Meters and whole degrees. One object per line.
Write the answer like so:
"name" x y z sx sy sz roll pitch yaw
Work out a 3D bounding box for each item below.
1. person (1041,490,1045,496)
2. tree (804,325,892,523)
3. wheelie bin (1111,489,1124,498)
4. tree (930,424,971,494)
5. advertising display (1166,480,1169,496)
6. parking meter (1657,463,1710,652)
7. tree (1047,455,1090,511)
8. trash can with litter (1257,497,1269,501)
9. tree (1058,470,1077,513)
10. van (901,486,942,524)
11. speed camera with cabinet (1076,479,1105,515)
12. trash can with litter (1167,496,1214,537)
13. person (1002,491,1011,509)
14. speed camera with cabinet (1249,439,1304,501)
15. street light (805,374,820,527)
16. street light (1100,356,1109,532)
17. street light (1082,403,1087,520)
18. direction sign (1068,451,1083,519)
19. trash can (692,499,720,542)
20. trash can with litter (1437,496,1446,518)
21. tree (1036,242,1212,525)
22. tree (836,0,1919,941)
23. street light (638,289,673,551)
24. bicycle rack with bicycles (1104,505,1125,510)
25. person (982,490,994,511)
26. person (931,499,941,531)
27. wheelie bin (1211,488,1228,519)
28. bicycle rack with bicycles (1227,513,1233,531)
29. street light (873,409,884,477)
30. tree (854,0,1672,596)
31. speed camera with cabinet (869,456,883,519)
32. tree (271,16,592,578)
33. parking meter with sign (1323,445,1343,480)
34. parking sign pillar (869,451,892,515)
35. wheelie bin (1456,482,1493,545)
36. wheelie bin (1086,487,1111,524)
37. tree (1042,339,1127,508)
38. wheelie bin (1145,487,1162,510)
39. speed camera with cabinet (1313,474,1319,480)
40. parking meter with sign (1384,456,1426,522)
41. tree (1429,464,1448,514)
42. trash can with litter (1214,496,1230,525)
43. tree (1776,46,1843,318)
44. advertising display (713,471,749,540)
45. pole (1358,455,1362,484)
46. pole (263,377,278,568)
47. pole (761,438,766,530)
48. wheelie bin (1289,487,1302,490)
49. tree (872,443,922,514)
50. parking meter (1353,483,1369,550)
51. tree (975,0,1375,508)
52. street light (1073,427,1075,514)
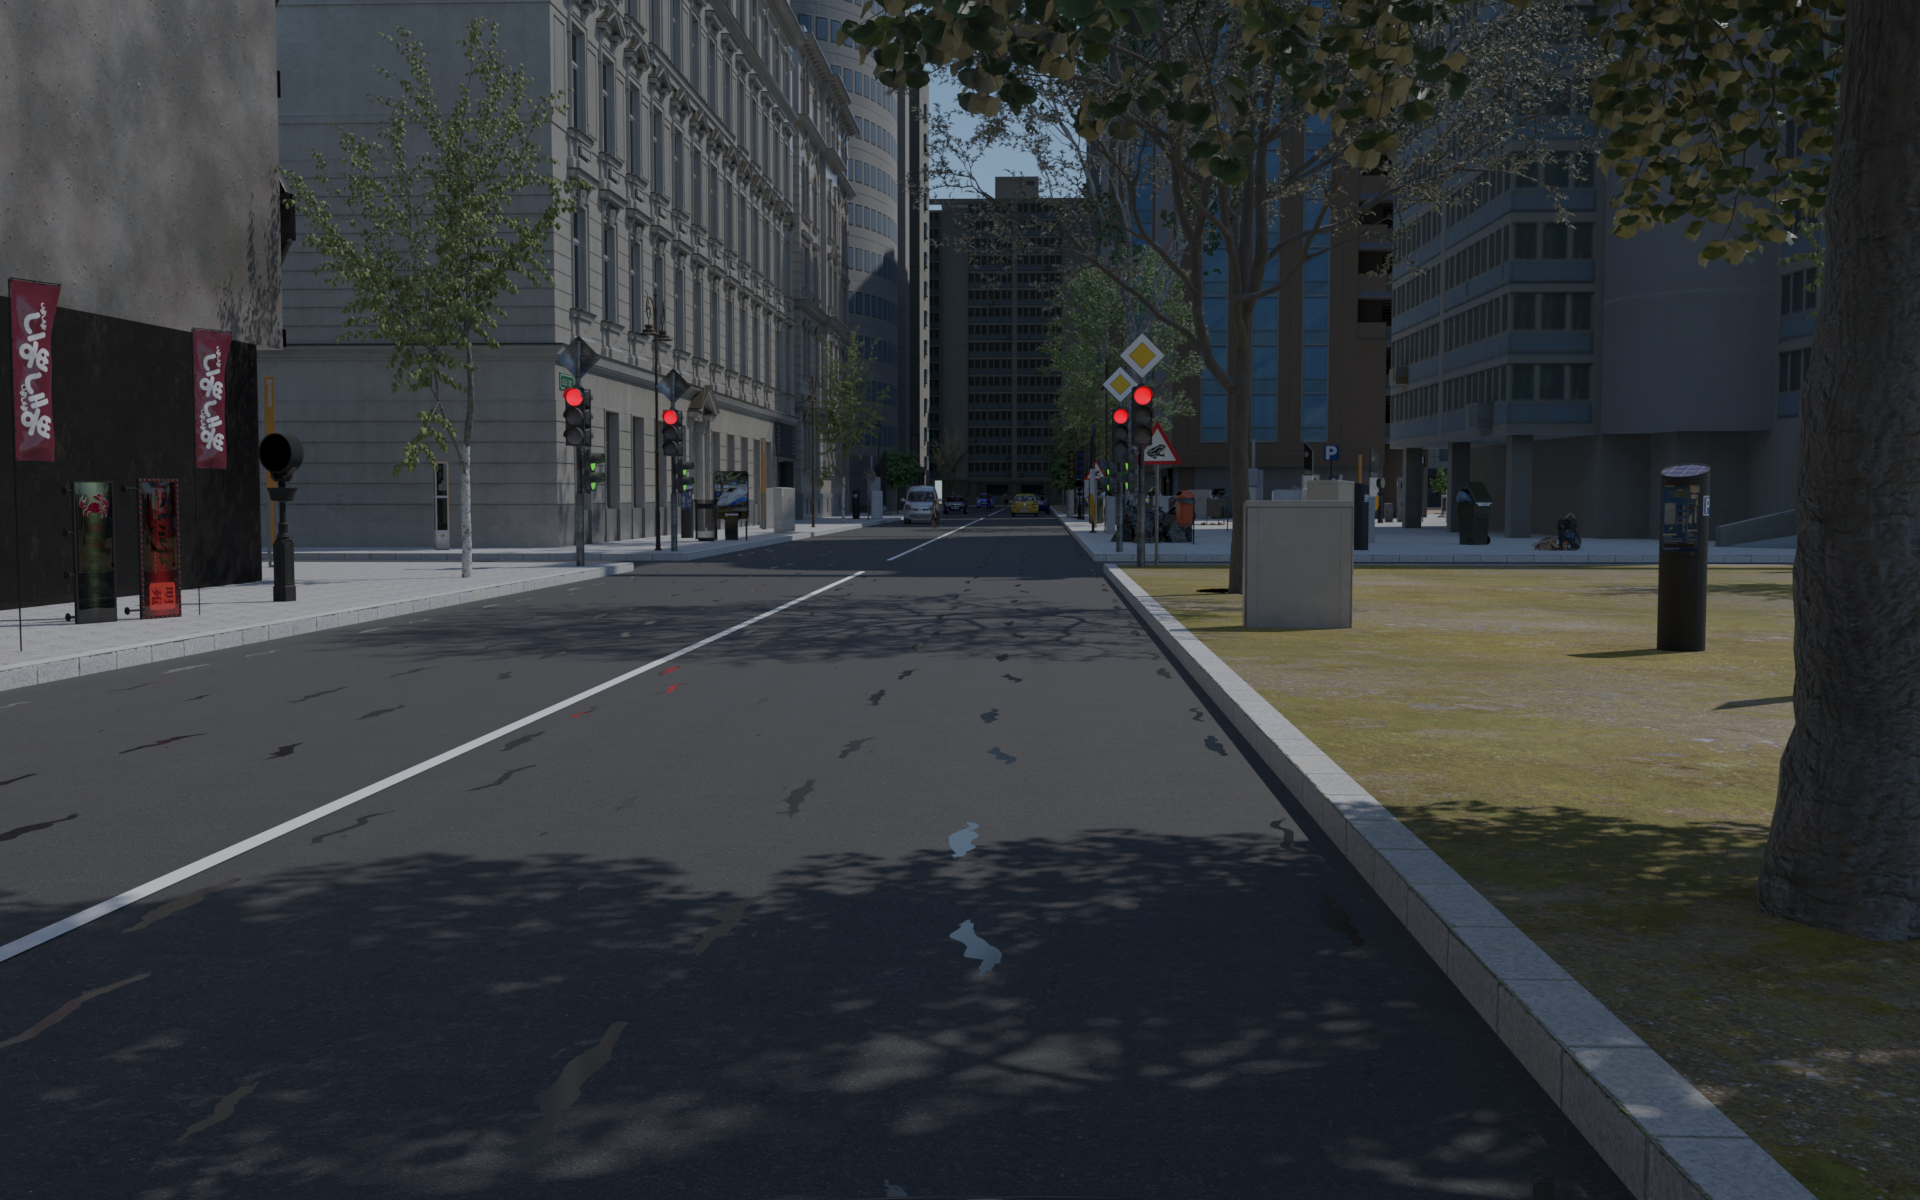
"person" 7.315 -8.931 154.529 0.705 1.822 1.348 -2 4 -27
"tree" -5.122 -7.708 76.385 4.737 8.622 4.395 0 3 0
"wheelie bin" 6.978 -4.295 78.124 0.980 1.594 0.693 -3 5 -41
"tree" -0.943 -14.160 181.871 4.360 8.622 3.978 0 3 0
"advertising display" 9.517 -4.538 79.409 0.123 1.923 0.974 0 4 6
"parking meter" 5.935 -0.355 14.213 0.372 1.533 0.369 0 3 0
"tree" 8.405 -9.151 133.335 4.285 4.588 4.351 0 3 0
"trash can with litter" 13.041 -3.856 74.433 0.624 1.170 1.055 1 4 14
"tree" 7.585 -7.477 116.852 1.663 3.219 1.824 0 3 0
"van" -1.849 -4.711 84.040 2.013 2.044 4.112 0 4 1
"speed camera with cabinet" 8.023 -6.846 106.274 2.038 3.252 0.660 3 5 45
"trash can with litter" 6.370 -2.506 52.026 1.678 1.210 2.233 -1 4 -12
"person" 4.619 -9.920 171.480 1.217 1.735 0.721 -3 4 -38
"speed camera with cabinet" 11.272 -4.164 62.420 2.038 3.252 0.660 1 4 13
"street light" -5.660 -5.739 66.623 0.468 5.910 1.993 0 4 3
"street light" 4.926 -5.228 58.263 0.468 5.910 1.993 0 4 3
"street light" 6.091 -6.884 85.339 0.468 5.910 1.993 0 4 3
"direction sign" 6.053 -6.041 90.763 0.876 3.537 0.379 2 4 23
"trash can" -6.879 -2.159 46.958 0.748 1.137 0.748 0 3 0
"trash can with litter" 27.033 -5.111 94.624 2.233 1.210 1.678 0 4 2
"tree" 6.679 -8.911 71.442 9.928 11.665 9.643 0 3 0
"tree" 2.908 -6.012 4.947 9.857 13.997 8.962 0 3 0
"street light" -6.859 -4.061 39.186 0.468 5.910 1.993 0 4 3
"bicycle rack with bicycles" 9.254 -4.882 93.204 2.852 0.926 2.925 -1 4 -14
"person" 2.387 -8.182 142.958 1.217 1.739 0.721 1 4 14
"person" -0.935 -3.341 67.800 0.373 1.253 0.362 2 4 27
"wheelie bin" 13.370 -4.967 89.118 0.980 1.594 0.693 -2 4 -24
"bicycle rack with bicycles" 10.616 -2.806 59.259 2.925 0.926 2.852 -3 4 -38
"street light" -4.418 -7.413 93.997 0.468 5.910 1.993 0 4 3
"tree" 3.503 -6.829 22.020 12.009 13.543 11.850 0 3 0
"speed camera with cabinet" -4.333 -5.805 89.253 0.660 3.252 2.038 0 4 -6
"tree" -7.831 -4.651 26.405 4.737 8.622 4.395 0 3 0
"parking meter with sign" 13.530 -4.046 62.409 0.543 3.016 1.738 2 4 23
"parking sign pillar" -4.924 -7.235 106.769 1.447 3.967 1.447 1 4 16
"wheelie bin" 12.968 -2.195 43.798 0.980 1.594 0.693 -2 4 -31
"wheelie bin" 5.926 -4.107 75.054 0.980 1.594 0.693 1 4 9
"tree" 6.535 -8.002 81.197 4.737 8.622 4.395 0 3 0
"wheelie bin" 8.358 -4.101 74.964 0.693 1.594 0.980 2 4 24
"speed camera with cabinet" 15.206 -5.145 78.451 2.038 3.252 0.660 0 4 -5
"parking meter with sign" 20.332 -5.073 79.211 1.738 3.016 0.543 0 4 5
"tree" 30.802 -7.125 111.094 1.663 3.219 1.824 0 3 0
"trash can with litter" 10.113 -3.704 71.615 2.233 1.210 1.678 2 4 27
"tree" 14.127 -4.568 25.048 4.737 8.622 4.395 0 3 0
"advertising display" -6.349 -2.621 48.063 0.974 1.923 0.123 -1 4 -17
"pole" 20.608 -5.840 89.328 0.158 3.312 0.155 0 3 0
"pole" -12.014 -2.223 30.195 0.158 3.312 0.155 0 3 0
"pole" -7.111 -4.210 62.672 0.158 3.312 0.155 0 3 0
"wheelie bin" 14.650 -4.158 75.884 0.980 1.594 0.693 -2 4 -31
"tree" -4.057 -7.775 110.829 4.285 4.588 4.351 0 3 0
"parking meter" 9.148 -1.906 39.572 0.372 1.533 0.369 0 3 0
"tree" 6.057 -11.734 47.740 12.611 20.169 13.585 0 3 0
"street light" 7.445 -8.543 112.473 0.468 5.910 1.993 0 4 3
